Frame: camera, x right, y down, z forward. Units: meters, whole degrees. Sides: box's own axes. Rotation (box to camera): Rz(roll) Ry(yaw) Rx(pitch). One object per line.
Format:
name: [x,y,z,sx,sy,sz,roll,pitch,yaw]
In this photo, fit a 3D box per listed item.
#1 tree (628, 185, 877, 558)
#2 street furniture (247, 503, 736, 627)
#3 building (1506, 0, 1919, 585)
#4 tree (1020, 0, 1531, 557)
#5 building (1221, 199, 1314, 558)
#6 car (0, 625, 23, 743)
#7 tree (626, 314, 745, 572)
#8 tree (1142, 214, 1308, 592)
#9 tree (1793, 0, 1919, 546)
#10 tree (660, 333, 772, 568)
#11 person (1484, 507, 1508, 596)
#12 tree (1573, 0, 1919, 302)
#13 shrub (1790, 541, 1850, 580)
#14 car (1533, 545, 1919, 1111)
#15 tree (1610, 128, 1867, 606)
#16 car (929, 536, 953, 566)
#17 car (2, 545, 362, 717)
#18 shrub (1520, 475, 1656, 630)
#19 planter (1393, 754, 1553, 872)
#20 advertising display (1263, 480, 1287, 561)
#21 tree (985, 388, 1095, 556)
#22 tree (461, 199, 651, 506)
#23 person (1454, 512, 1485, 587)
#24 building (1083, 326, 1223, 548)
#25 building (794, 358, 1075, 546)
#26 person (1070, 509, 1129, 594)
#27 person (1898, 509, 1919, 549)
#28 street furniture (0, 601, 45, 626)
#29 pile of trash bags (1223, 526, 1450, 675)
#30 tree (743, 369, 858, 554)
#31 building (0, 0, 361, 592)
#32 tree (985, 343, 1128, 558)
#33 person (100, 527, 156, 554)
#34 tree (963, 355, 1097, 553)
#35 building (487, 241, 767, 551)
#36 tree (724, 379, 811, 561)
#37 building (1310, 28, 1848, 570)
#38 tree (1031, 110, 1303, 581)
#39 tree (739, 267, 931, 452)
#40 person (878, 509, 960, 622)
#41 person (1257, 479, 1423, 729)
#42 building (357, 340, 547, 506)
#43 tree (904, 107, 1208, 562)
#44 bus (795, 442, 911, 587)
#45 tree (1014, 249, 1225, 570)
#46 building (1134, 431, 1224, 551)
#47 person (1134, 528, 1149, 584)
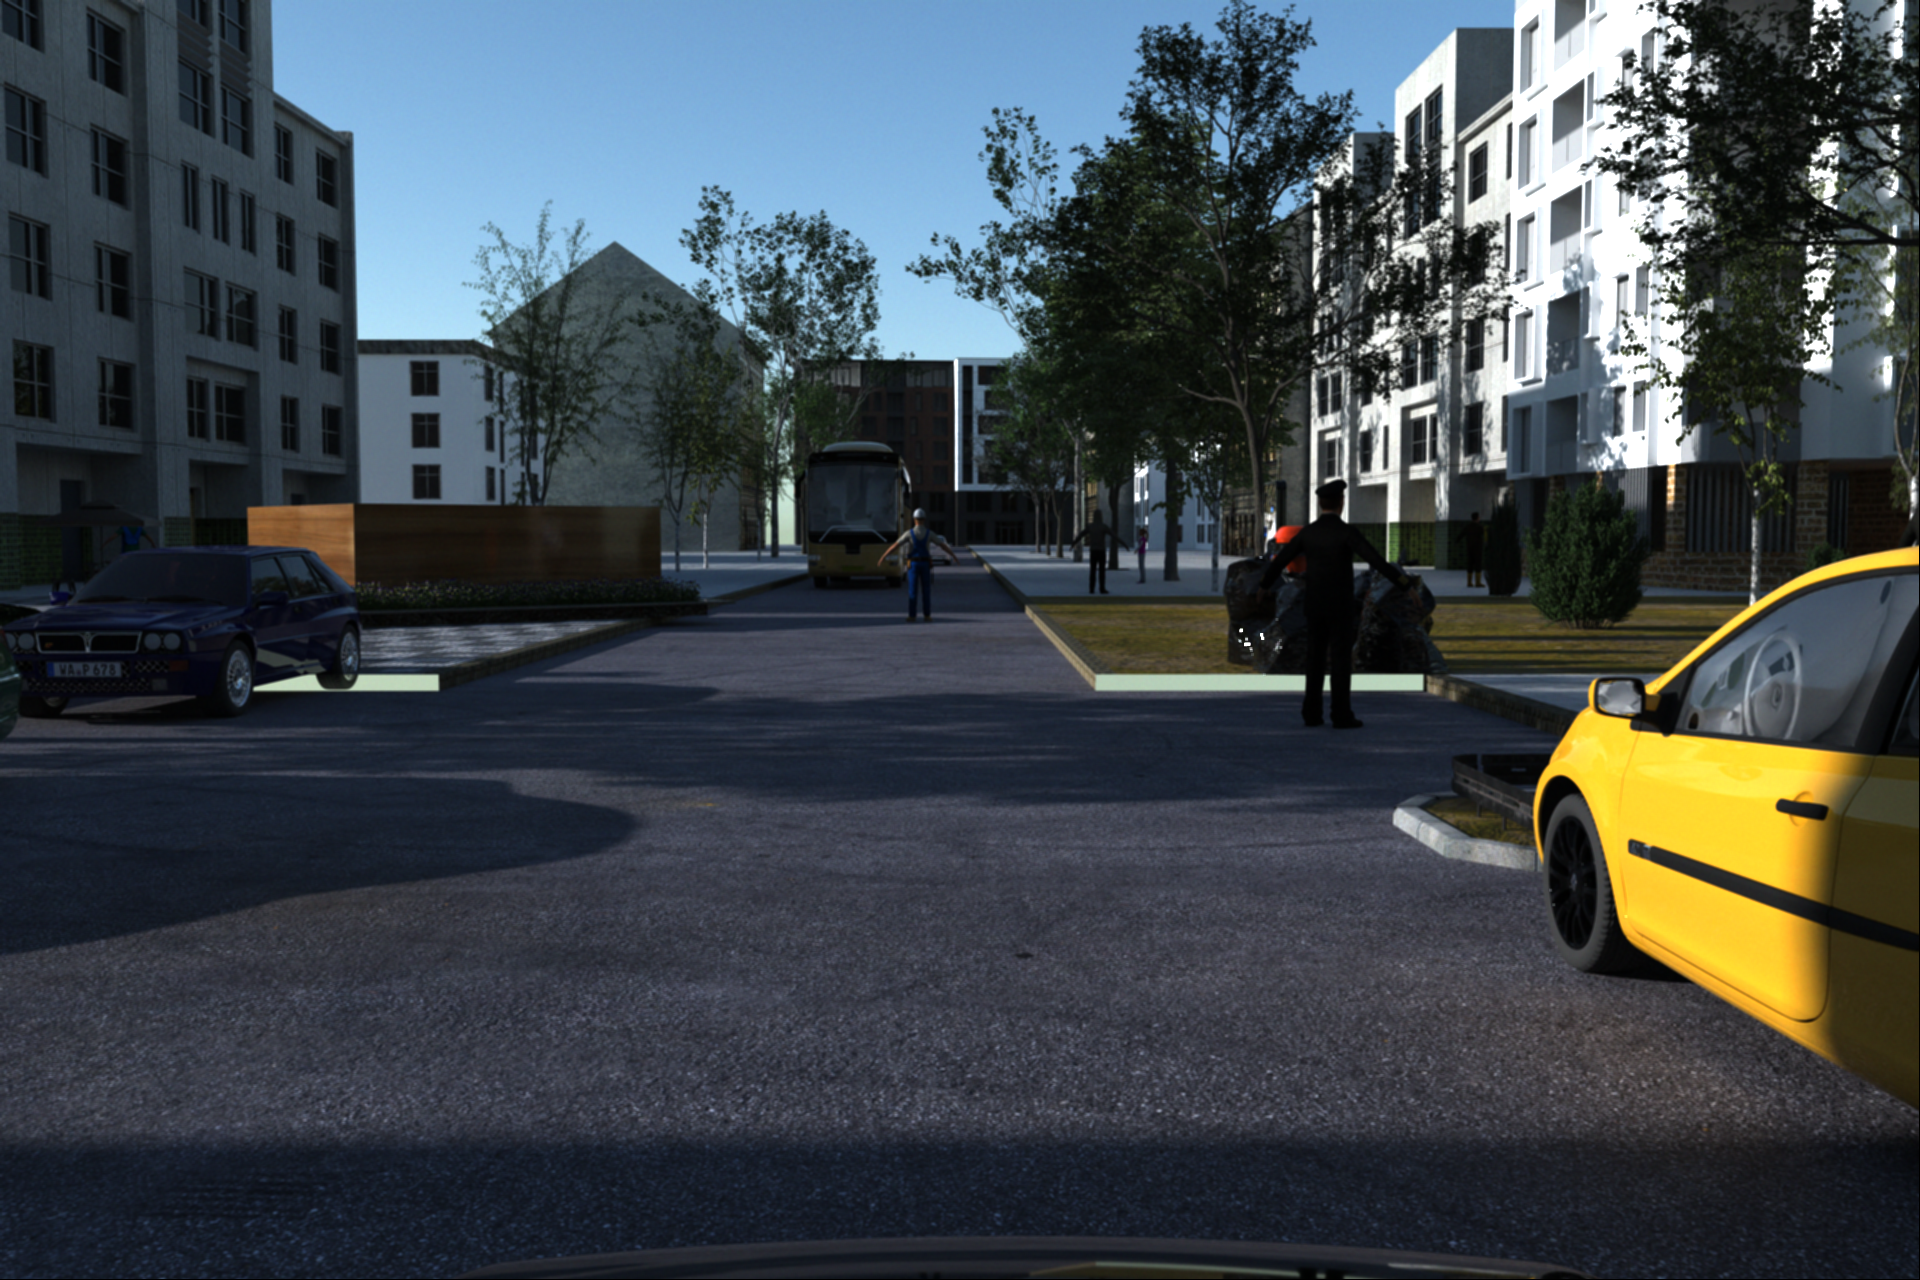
tree: [-11.272,-14.636,95.192,12.611,20.169,13.585,0,3,0]
street furniture: [-8.813,-1.220,26.793,9.812,1.723,11.010,-3,5,-40]
building: [21.828,-11.892,50.847,16.016,20.090,11.380,0,4,0]
tree: [5.156,-5.790,29.084,8.767,10.594,7.601,0,4,5]
building: [25.069,-16.135,94.732,19.493,23.208,18.063,0,4,0]
car: [-6.205,0.245,7.790,2.131,1.459,4.920,0,4,0]
tree: [-9.709,-6.616,58.538,4.360,8.622,3.978,0,3,0]
tree: [5.773,-5.399,38.643,4.737,8.622,4.395,0,3,0]
tree: [12.817,-4.476,23.549,4.360,8.622,3.978,0,3,0]
tree: [-9.343,-6.993,64.693,4.737,8.622,4.395,0,3,0]
person: [11.269,-1.864,36.240,0.705,1.858,1.354,-1,4,-9]
tree: [8.672,-4.878,14.174,7.601,10.594,8.767,2,4,27]
shrub: [11.388,-0.715,22.808,1.383,1.207,1.383,0,3,0]
car: [2.855,0.349,4.520,2.015,1.641,3.980,0,4,0]
tree: [13.927,-4.905,30.552,4.737,8.622,4.395,0,3,0]
car: [-1.372,-4.152,80.242,2.083,1.381,4.827,0,4,-1]
car: [-6.506,-0.134,14.770,1.945,1.354,3.894,0,3,0]
shrub: [8.472,-1.185,23.408,1.661,2.075,1.752,0,3,0]
planter: [3.135,0.793,8.169,1.991,0.319,1.994,0,4,-1]
advertising display: [3.847,-0.979,21.227,0.123,1.923,0.974,0,4,1]
tree: [4.954,-10.303,102.874,7.601,10.594,8.767,-2,4,-24]
tree: [-9.641,-5.411,38.830,4.360,8.622,3.978,0,3,0]
person: [12.466,-2.186,41.871,0.704,1.812,1.346,-3,4,-38]
building: [22.249,-20.877,172.275,19.493,23.208,18.063,0,3,0]
building: [-3.965,-22.414,212.907,32.646,21.610,27.936,0,4,-6]
person: [2.976,-1.905,37.279,1.348,1.813,0.705,1,4,23]
person: [8.423,-0.538,14.869,0.705,1.821,1.348,0,4,-5]
street furniture: [-12.305,-0.093,17.144,5.734,0.657,10.072,-1,4,-13]
pile of trash bags: [3.581,-0.464,17.339,1.912,1.369,3.447,0,4,-1]
tree: [-9.974,-11.239,109.509,9.928,11.665,9.643,0,3,0]
building: [-29.845,-10.992,46.177,16.747,18.905,31.486,0,4,0]
tree: [5.226,-10.161,91.889,9.928,11.665,9.643,0,3,0]
person: [-19.389,-2.100,40.457,0.704,1.817,1.347,2,4,35]
tree: [5.251,-12.660,117.364,12.009,13.543,11.850,0,3,0]
building: [-25.968,-18.874,139.515,19.493,23.208,18.063,0,4,-1]
tree: [-9.899,-8.123,83.169,4.360,8.622,3.978,0,3,0]
building: [25.662,-12.409,69.346,16.747,18.905,31.486,0,3,0]
tree: [5.392,-7.903,47.345,7.486,12.596,7.792,0,3,0]
tree: [-8.596,-16.252,121.601,12.611,20.169,13.585,0,3,0]
person: [-0.664,-1.226,28.365,1.347,1.847,0.705,0,4,-6]
person: [2.764,-0.274,12.870,1.347,1.837,0.705,3,5,40]
building: [-25.703,-8.978,88.933,9.099,9.664,28.070,0,4,-1]
tree: [4.005,-13.619,78.552,12.611,20.169,13.585,0,3,0]
bus: [-2.776,-3.561,49.775,2.896,3.916,12.252,0,4,-1]
tree: [5.525,-8.289,61.282,9.928,11.665,9.643,0,3,0]
building: [20.590,-12.511,146.696,9.099,9.664,28.070,0,3,0]
person: [4.671,-2.187,45.028,0.599,1.433,0.991,1,4,17]
